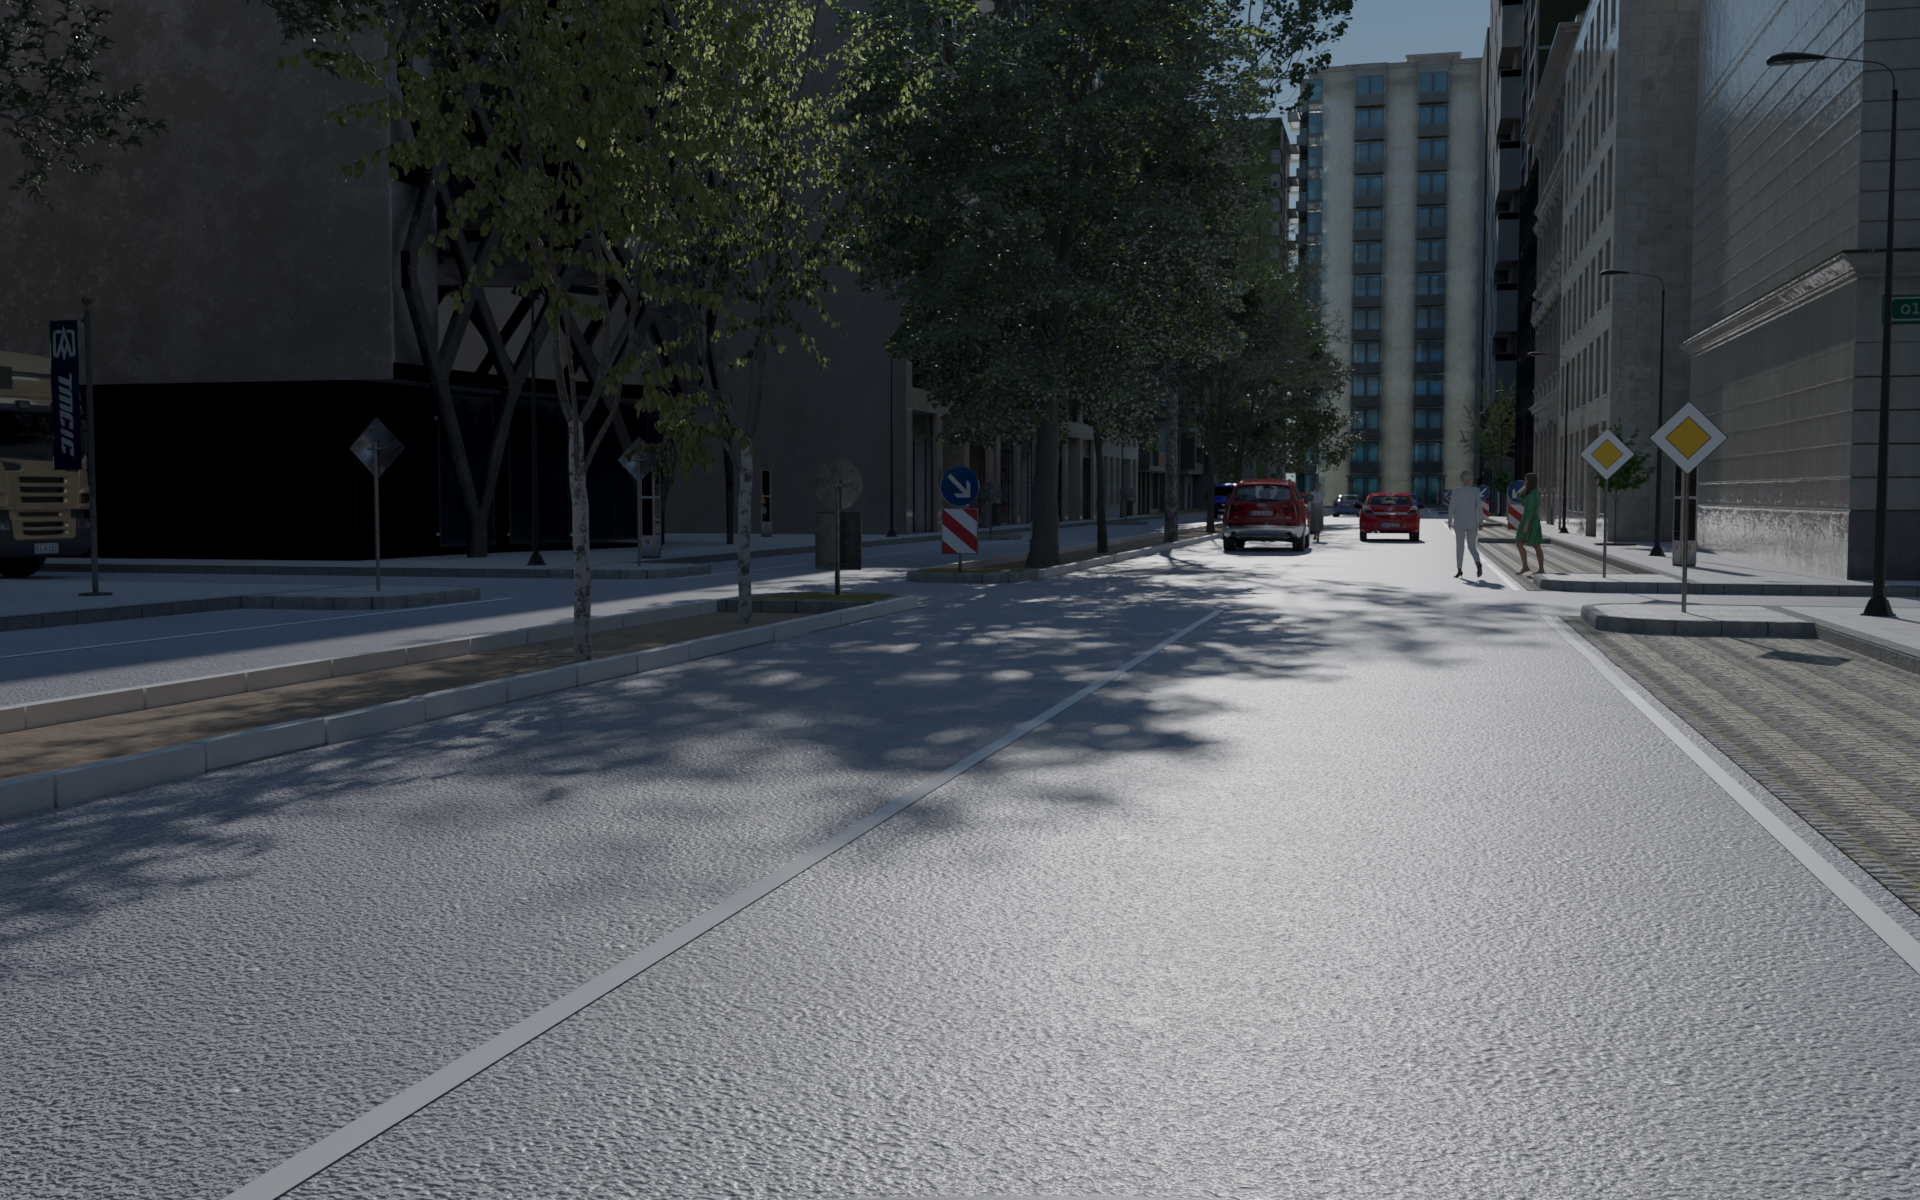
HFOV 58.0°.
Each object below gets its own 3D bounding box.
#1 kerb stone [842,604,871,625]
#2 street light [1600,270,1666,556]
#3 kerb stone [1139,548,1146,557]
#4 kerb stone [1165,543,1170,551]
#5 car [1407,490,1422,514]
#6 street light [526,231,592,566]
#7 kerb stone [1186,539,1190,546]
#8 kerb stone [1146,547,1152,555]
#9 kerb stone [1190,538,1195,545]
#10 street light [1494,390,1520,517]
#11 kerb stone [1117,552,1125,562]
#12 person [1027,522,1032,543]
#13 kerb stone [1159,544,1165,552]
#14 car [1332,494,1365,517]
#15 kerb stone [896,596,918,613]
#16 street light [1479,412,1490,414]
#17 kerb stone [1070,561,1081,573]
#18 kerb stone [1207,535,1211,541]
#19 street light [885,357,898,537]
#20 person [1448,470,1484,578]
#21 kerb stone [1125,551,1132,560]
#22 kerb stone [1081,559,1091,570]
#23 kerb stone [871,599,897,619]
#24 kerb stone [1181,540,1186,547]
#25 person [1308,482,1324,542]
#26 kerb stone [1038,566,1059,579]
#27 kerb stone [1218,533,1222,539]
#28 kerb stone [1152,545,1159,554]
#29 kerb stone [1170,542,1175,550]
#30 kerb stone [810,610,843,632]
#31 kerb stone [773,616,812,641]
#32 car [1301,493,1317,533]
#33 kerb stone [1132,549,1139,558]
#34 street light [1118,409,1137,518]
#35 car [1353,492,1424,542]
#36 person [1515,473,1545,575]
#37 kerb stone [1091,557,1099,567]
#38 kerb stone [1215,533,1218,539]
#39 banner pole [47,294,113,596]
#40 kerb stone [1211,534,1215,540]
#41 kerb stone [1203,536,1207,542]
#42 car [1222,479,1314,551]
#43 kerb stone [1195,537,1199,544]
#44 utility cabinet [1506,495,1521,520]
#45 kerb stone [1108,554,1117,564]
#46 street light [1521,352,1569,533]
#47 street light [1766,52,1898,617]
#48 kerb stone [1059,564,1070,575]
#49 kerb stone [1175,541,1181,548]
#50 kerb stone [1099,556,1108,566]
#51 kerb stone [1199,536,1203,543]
[{"bbox_3d":[-1.227,0.174,19.344,0.120,0.150,1.000,1,4,15],"label":"kerb stone"},{"bbox_3d":[13.931,-3.874,35.875,1.470,5.913,1.316,1,4,15],"label":"street light"},{"bbox_3d":[4.076,-1.072,39.724,0.120,0.150,1.000,1,4,15],"label":"kerb stone"},{"bbox_3d":[5.111,-1.314,43.687,0.120,0.150,1.000,1,4,15],"label":"kerb stone"},{"bbox_3d":[31.122,-6.784,120.511,1.945,1.707,3.694,1,4,14],"label":"car"},{"bbox_3d":[-7.114,-3.569,30.897,1.470,5.913,1.316,1,4,15],"label":"street light"},{"bbox_3d":[6.140,-1.557,47.646,0.120,0.150,1.000,1,4,15],"label":"kerb stone"},{"bbox_3d":[4.332,-1.129,40.714,0.120,0.150,1.000,1,4,15],"label":"kerb stone"},{"bbox_3d":[6.405,-1.617,48.633,0.120,0.150,1.000,1,4,15],"label":"kerb stone"},{"bbox_3d":[24.697,-6.429,77.658,1.470,5.913,1.316,1,4,15],"label":"street light"},{"bbox_3d":[3.313,-0.887,36.743,0.120,0.150,1.000,1,4,15],"label":"kerb stone"},{"bbox_3d":[2.170,-2.343,47.160,0.624,1.780,0.694,1,4,18],"label":"person"},{"bbox_3d":[4.855,-1.254,42.697,0.120,0.150,1.000,1,4,15],"label":"kerb stone"},{"bbox_3d":[24.378,-5.916,108.733,2.014,1.417,4.499,1,4,16],"label":"car"},{"bbox_3d":[-0.713,0.053,21.325,0.120,0.150,1.000,1,4,15],"label":"kerb stone"},{"bbox_3d":[30.188,-7.699,98.422,1.470,5.913,1.316,1,4,15],"label":"street light"},{"bbox_3d":[2.018,-0.578,31.789,0.120,0.150,1.000,1,4,15],"label":"kerb stone"},{"bbox_3d":[7.432,-1.855,52.611,0.120,0.150,1.000,1,4,15],"label":"kerb stone"},{"bbox_3d":[-1.530,-4.838,51.637,1.470,5.913,1.316,1,4,15],"label":"street light"},{"bbox_3d":[8.578,-1.279,29.285,0.514,1.842,0.818,0,4,-7],"label":"person"},{"bbox_3d":[3.559,-0.950,37.736,0.120,0.150,1.000,1,4,15],"label":"kerb stone"},{"bbox_3d":[2.277,-0.647,32.778,0.120,0.150,1.000,1,4,15],"label":"kerb stone"},{"bbox_3d":[-0.968,0.116,20.336,0.120,0.150,1.000,1,4,15],"label":"kerb stone"},{"bbox_3d":[5.886,-1.495,46.656,0.120,0.150,1.000,1,4,15],"label":"kerb stone"},{"bbox_3d":[10.758,-2.664,52.285,0.478,1.798,0.641,1,4,16],"label":"person"},{"bbox_3d":[1.495,-0.461,29.795,0.120,0.150,1.000,1,4,15],"label":"kerb stone"},{"bbox_3d":[8.212,-2.040,55.587,0.120,0.150,1.000,1,4,15],"label":"kerb stone"},{"bbox_3d":[4.593,-1.193,41.702,0.120,0.150,1.000,1,4,15],"label":"kerb stone"},{"bbox_3d":[5.364,-1.375,44.677,0.120,0.150,1.000,1,4,15],"label":"kerb stone"},{"bbox_3d":[-1.488,0.237,18.356,0.120,0.150,1.000,1,4,15],"label":"kerb stone"},{"bbox_3d":[-1.738,0.295,17.365,0.120,0.150,1.000,1,4,15],"label":"kerb stone"},{"bbox_3d":[12.451,-3.400,64.625,2.155,1.783,4.494,1,4,16],"label":"car"},{"bbox_3d":[3.817,-1.008,38.725,0.120,0.150,1.000,1,4,15],"label":"kerb stone"},{"bbox_3d":[9.271,-7.383,93.252,1.470,5.913,1.316,1,4,15],"label":"street light"},{"bbox_3d":[13.351,-2.745,53.924,2.155,1.783,4.494,1,4,13],"label":"car"},{"bbox_3d":[9.994,-1.319,30.305,0.529,1.795,0.600,1,4,14],"label":"person"},{"bbox_3d":[2.519,-0.708,33.775,0.120,0.150,1.000,1,4,15],"label":"kerb stone"},{"bbox_3d":[7.953,-1.978,54.597,0.120,0.150,1.000,1,4,15],"label":"kerb stone"},{"bbox_3d":[-11.173,-1.951,21.915,0.863,3.779,0.401,1,4,20],"label":"banner pole"},{"bbox_3d":[7.689,-1.921,53.600,0.120,0.150,1.000,1,4,15],"label":"kerb stone"},{"bbox_3d":[7.175,-1.799,51.617,0.120,0.150,1.000,1,4,15],"label":"kerb stone"},{"bbox_3d":[7.991,-2.218,44.938,2.281,1.827,5.304,1,4,14],"label":"car"},{"bbox_3d":[6.656,-1.674,49.625,0.120,0.150,1.000,1,4,15],"label":"kerb stone"},{"bbox_3d":[27.049,-4.477,84.363,1.020,1.237,0.306,-3,4,-37],"label":"utility cabinet"},{"bbox_3d":[3.039,-0.830,35.758,0.120,0.150,1.000,1,4,15],"label":"kerb stone"},{"bbox_3d":[19.255,-5.146,56.682,1.470,5.913,1.316,1,4,15],"label":"street light"},{"bbox_3d":[9.173,-2.796,18.253,1.470,5.913,1.316,1,4,15],"label":"street light"},{"bbox_3d":[1.755,-0.526,30.792,0.120,0.150,1.000,1,4,15],"label":"kerb stone"},{"bbox_3d":[5.630,-1.434,45.665,0.120,0.150,1.000,1,4,15],"label":"kerb stone"},{"bbox_3d":[2.785,-0.767,34.763,0.120,0.150,1.000,1,4,15],"label":"kerb stone"},{"bbox_3d":[6.911,-1.737,50.625,0.120,0.150,1.000,1,4,15],"label":"kerb stone"}]
